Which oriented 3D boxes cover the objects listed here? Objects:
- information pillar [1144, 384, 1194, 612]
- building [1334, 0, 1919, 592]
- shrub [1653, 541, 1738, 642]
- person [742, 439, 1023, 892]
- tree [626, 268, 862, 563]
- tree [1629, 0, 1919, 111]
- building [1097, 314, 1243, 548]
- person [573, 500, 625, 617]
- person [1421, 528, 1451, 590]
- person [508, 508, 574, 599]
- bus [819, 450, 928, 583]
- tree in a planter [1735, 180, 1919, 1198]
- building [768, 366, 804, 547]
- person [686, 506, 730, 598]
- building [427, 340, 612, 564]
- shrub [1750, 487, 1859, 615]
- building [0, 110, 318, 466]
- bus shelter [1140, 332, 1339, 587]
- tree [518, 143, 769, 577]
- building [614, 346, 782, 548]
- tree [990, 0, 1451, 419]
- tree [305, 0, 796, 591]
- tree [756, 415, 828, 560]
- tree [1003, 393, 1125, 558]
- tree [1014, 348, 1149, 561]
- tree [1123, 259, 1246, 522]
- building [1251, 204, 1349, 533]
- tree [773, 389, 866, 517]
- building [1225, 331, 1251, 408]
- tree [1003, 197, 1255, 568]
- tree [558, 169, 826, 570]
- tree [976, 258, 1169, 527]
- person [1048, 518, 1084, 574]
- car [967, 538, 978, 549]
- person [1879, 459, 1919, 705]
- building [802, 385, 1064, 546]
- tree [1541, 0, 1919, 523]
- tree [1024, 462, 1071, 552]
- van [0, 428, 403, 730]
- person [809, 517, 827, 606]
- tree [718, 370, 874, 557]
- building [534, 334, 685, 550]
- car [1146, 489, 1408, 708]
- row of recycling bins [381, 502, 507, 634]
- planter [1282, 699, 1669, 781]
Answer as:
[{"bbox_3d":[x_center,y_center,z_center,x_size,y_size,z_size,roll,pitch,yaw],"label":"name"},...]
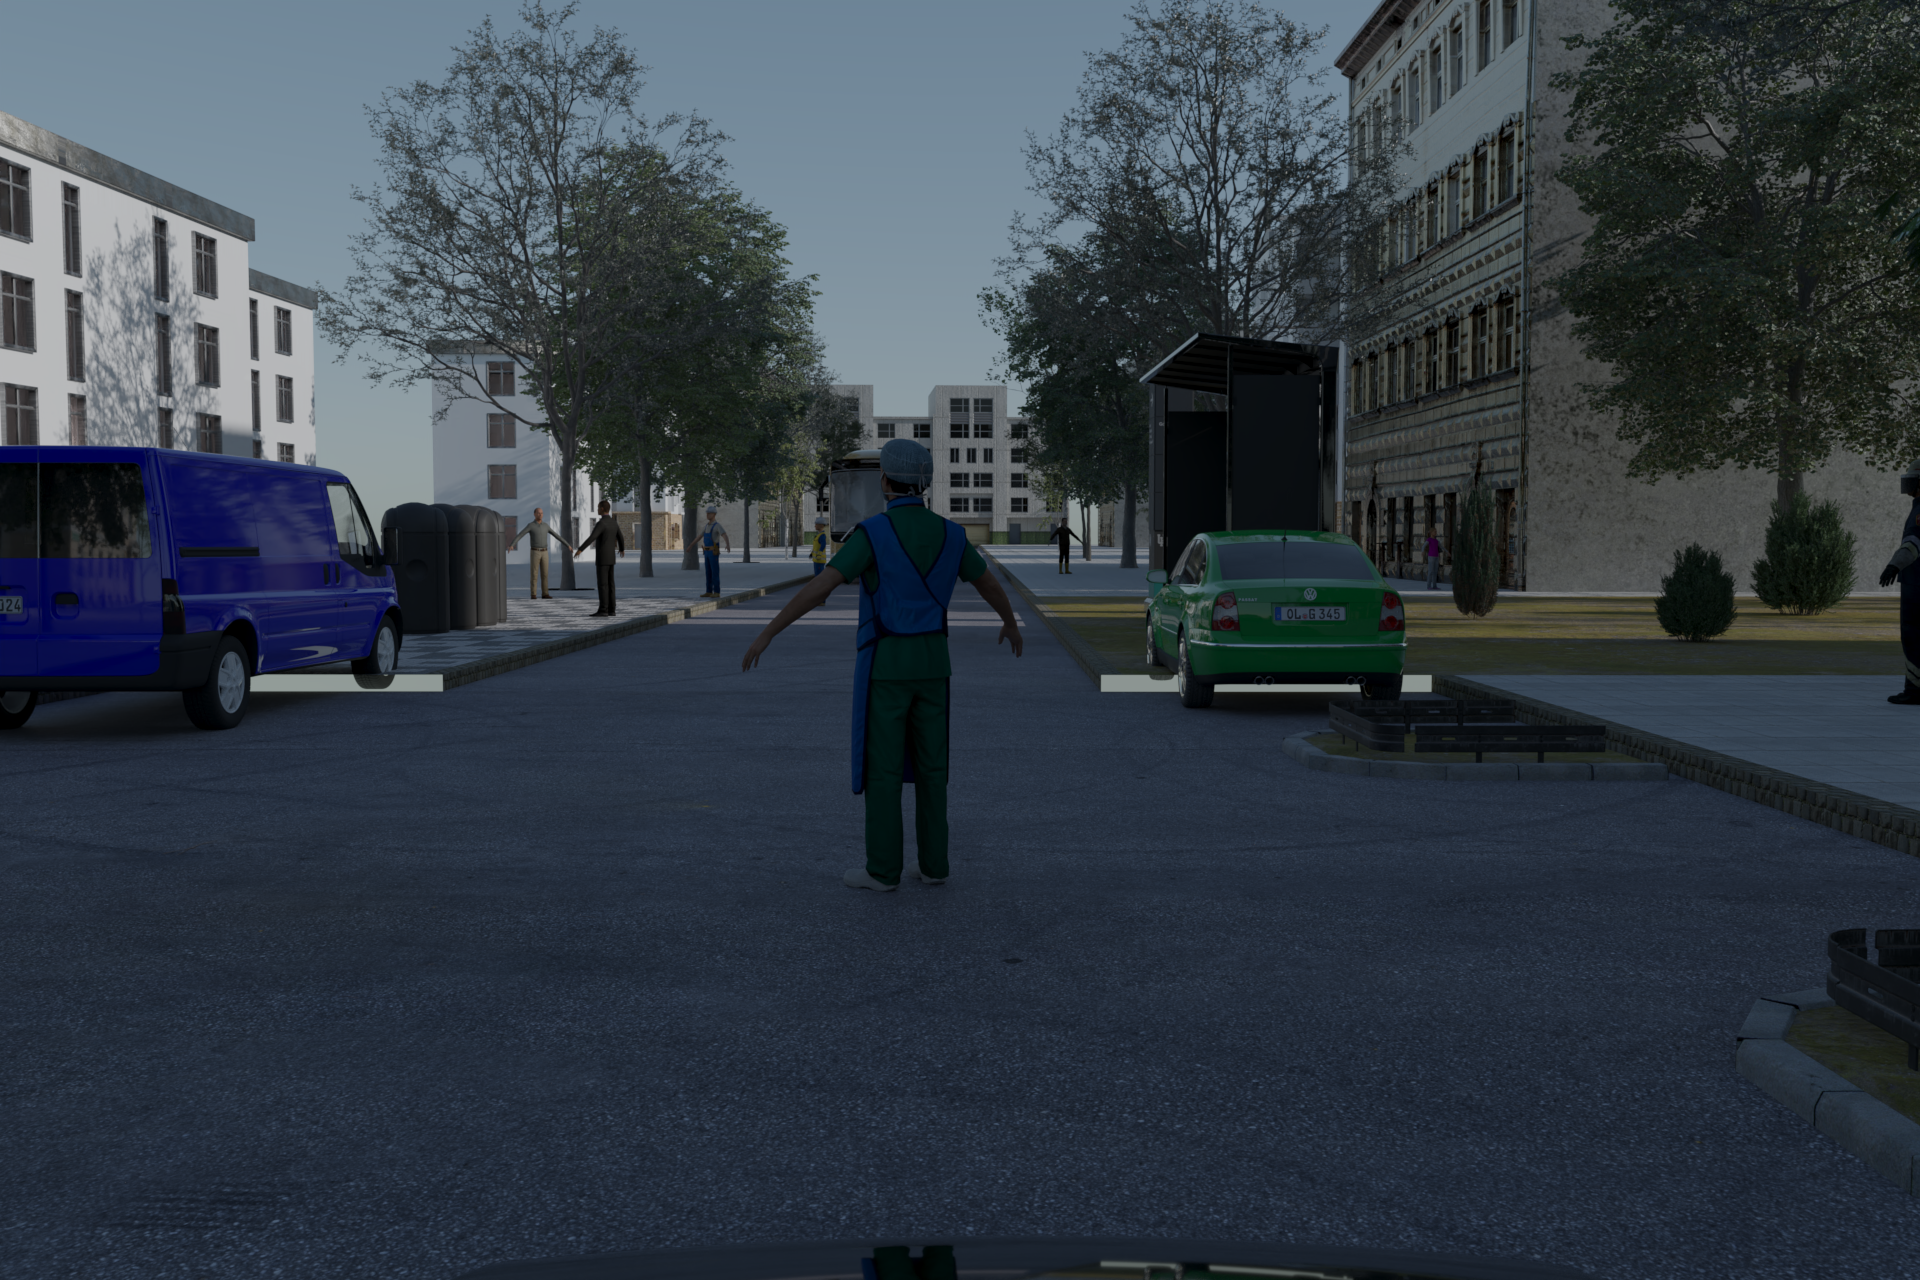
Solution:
[{"bbox_3d":[3.437,-2.378,28.251,0.750,3.857,0.750,0,4,-2],"label":"information pillar"},{"bbox_3d":[21.694,-13.194,46.658,19.493,23.208,18.063,0,3,0],"label":"building"},{"bbox_3d":[8.768,-0.582,20.633,1.383,1.207,1.383,0,3,0],"label":"shrub"},{"bbox_3d":[-0.245,0.094,7.050,1.347,1.817,0.704,-2,4,-35],"label":"person"},{"bbox_3d":[-9.433,-10.172,76.690,12.009,13.543,11.850,0,3,0],"label":"tree"},{"bbox_3d":[9.239,-6.223,12.110,12.009,13.543,11.850,0,3,0],"label":"tree"},{"bbox_3d":[23.875,-20.952,173.490,19.493,23.208,18.063,0,3,0],"label":"building"},{"bbox_3d":[-5.541,-1.266,26.922,0.704,1.802,1.346,1,4,21],"label":"person"},{"bbox_3d":[10.919,-1.867,39.791,0.991,1.433,0.599,-2,4,-35],"label":"person"},{"bbox_3d":[-8.277,-1.702,34.097,1.348,1.796,0.705,-2,4,-35],"label":"person"},{"bbox_3d":[-2.422,-3.825,54.084,2.896,3.916,12.252,0,4,0],"label":"bus"},{"bbox_3d":[3.057,-0.422,4.127,1.991,3.239,1.994,0,4,0],"label":"tree in a planter"},{"bbox_3d":[-26.582,-21.510,182.616,19.493,23.208,18.063,0,4,0],"label":"building"},{"bbox_3d":[-5.032,-1.781,34.976,1.347,1.847,0.705,3,5,43],"label":"person"},{"bbox_3d":[-22.335,-8.982,89.002,9.099,9.664,28.070,0,4,0],"label":"building"},{"bbox_3d":[13.425,-1.415,27.557,1.690,2.028,1.600,0,3,0],"label":"shrub"},{"bbox_3d":[-23.296,-6.371,46.313,9.099,9.664,28.070,0,4,1],"label":"building"},{"bbox_3d":[3.611,-1.959,23.316,1.731,3.624,6.357,0,4,0],"label":"bus shelter"},{"bbox_3d":[-9.746,-8.146,51.321,7.486,12.596,7.792,0,3,0],"label":"tree"},{"bbox_3d":[-27.266,-20.361,163.837,19.493,23.208,18.063,0,3,0],"label":"building"},{"bbox_3d":[5.722,-7.757,37.195,12.009,13.543,11.850,0,3,0],"label":"tree"},{"bbox_3d":[-8.977,-7.882,39.246,12.009,13.543,11.850,0,3,0],"label":"tree"},{"bbox_3d":[-8.727,-8.367,87.167,4.737,8.622,4.395,0,3,0],"label":"tree"},{"bbox_3d":[6.696,-9.679,92.671,8.767,10.594,7.601,0,4,-5],"label":"tree"},{"bbox_3d":[6.341,-9.041,82.225,8.767,10.594,7.601,3,4,38],"label":"tree"},{"bbox_3d":[6.082,-5.910,46.986,4.360,8.622,3.978,0,3,0],"label":"tree"},{"bbox_3d":[22.078,-14.906,100.128,16.016,20.090,11.380,0,3,0],"label":"building"},{"bbox_3d":[-8.657,-10.773,110.547,7.601,10.594,8.767,-1,4,-11],"label":"tree"},{"bbox_3d":[25.244,-18.374,156.829,16.016,20.090,11.380,0,4,1],"label":"building"},{"bbox_3d":[6.412,-9.692,65.124,9.857,13.997,8.962,0,3,0],"label":"tree"},{"bbox_3d":[-9.561,-9.487,61.765,9.857,13.997,8.962,0,3,0],"label":"tree"},{"bbox_3d":[7.100,-15.392,107.550,12.611,20.169,13.585,0,3,0],"label":"tree"},{"bbox_3d":[3.370,-3.029,55.669,1.346,1.812,0.704,-2,4,-29],"label":"person"},{"bbox_3d":[-0.257,-3.398,68.140,1.945,1.354,3.894,0,3,0],"label":"car"},{"bbox_3d":[7.233,-0.442,13.096,0.704,1.845,1.351,3,5,40],"label":"person"},{"bbox_3d":[-3.451,-21.000,212.263,31.486,18.905,16.747,0,4,-4],"label":"building"},{"bbox_3d":[15.942,-7.732,33.081,9.857,13.997,8.962,0,3,0],"label":"tree"},{"bbox_3d":[6.766,-10.411,120.577,4.737,8.622,4.395,0,3,0],"label":"tree"},{"bbox_3d":[-6.260,-0.609,14.348,2.240,2.365,5.245,0,4,0],"label":"van"},{"bbox_3d":[-2.870,-1.563,34.476,0.721,1.772,1.216,-1,4,-12],"label":"person"},{"bbox_3d":[-9.092,-9.804,94.711,8.767,10.594,7.601,-1,4,-9],"label":"tree"},{"bbox_3d":[-28.500,-17.391,140.767,16.016,20.090,11.380,0,4,1],"label":"building"},{"bbox_3d":[2.721,-0.418,15.624,1.959,1.807,4.718,0,4,0],"label":"car"},{"bbox_3d":[-7.012,-1.023,23.841,1.069,1.692,3.534,0,4,1],"label":"row of recycling bins"},{"bbox_3d":[3.121,0.617,11.051,1.991,0.319,1.994,0,4,0],"label":"planter"}]
